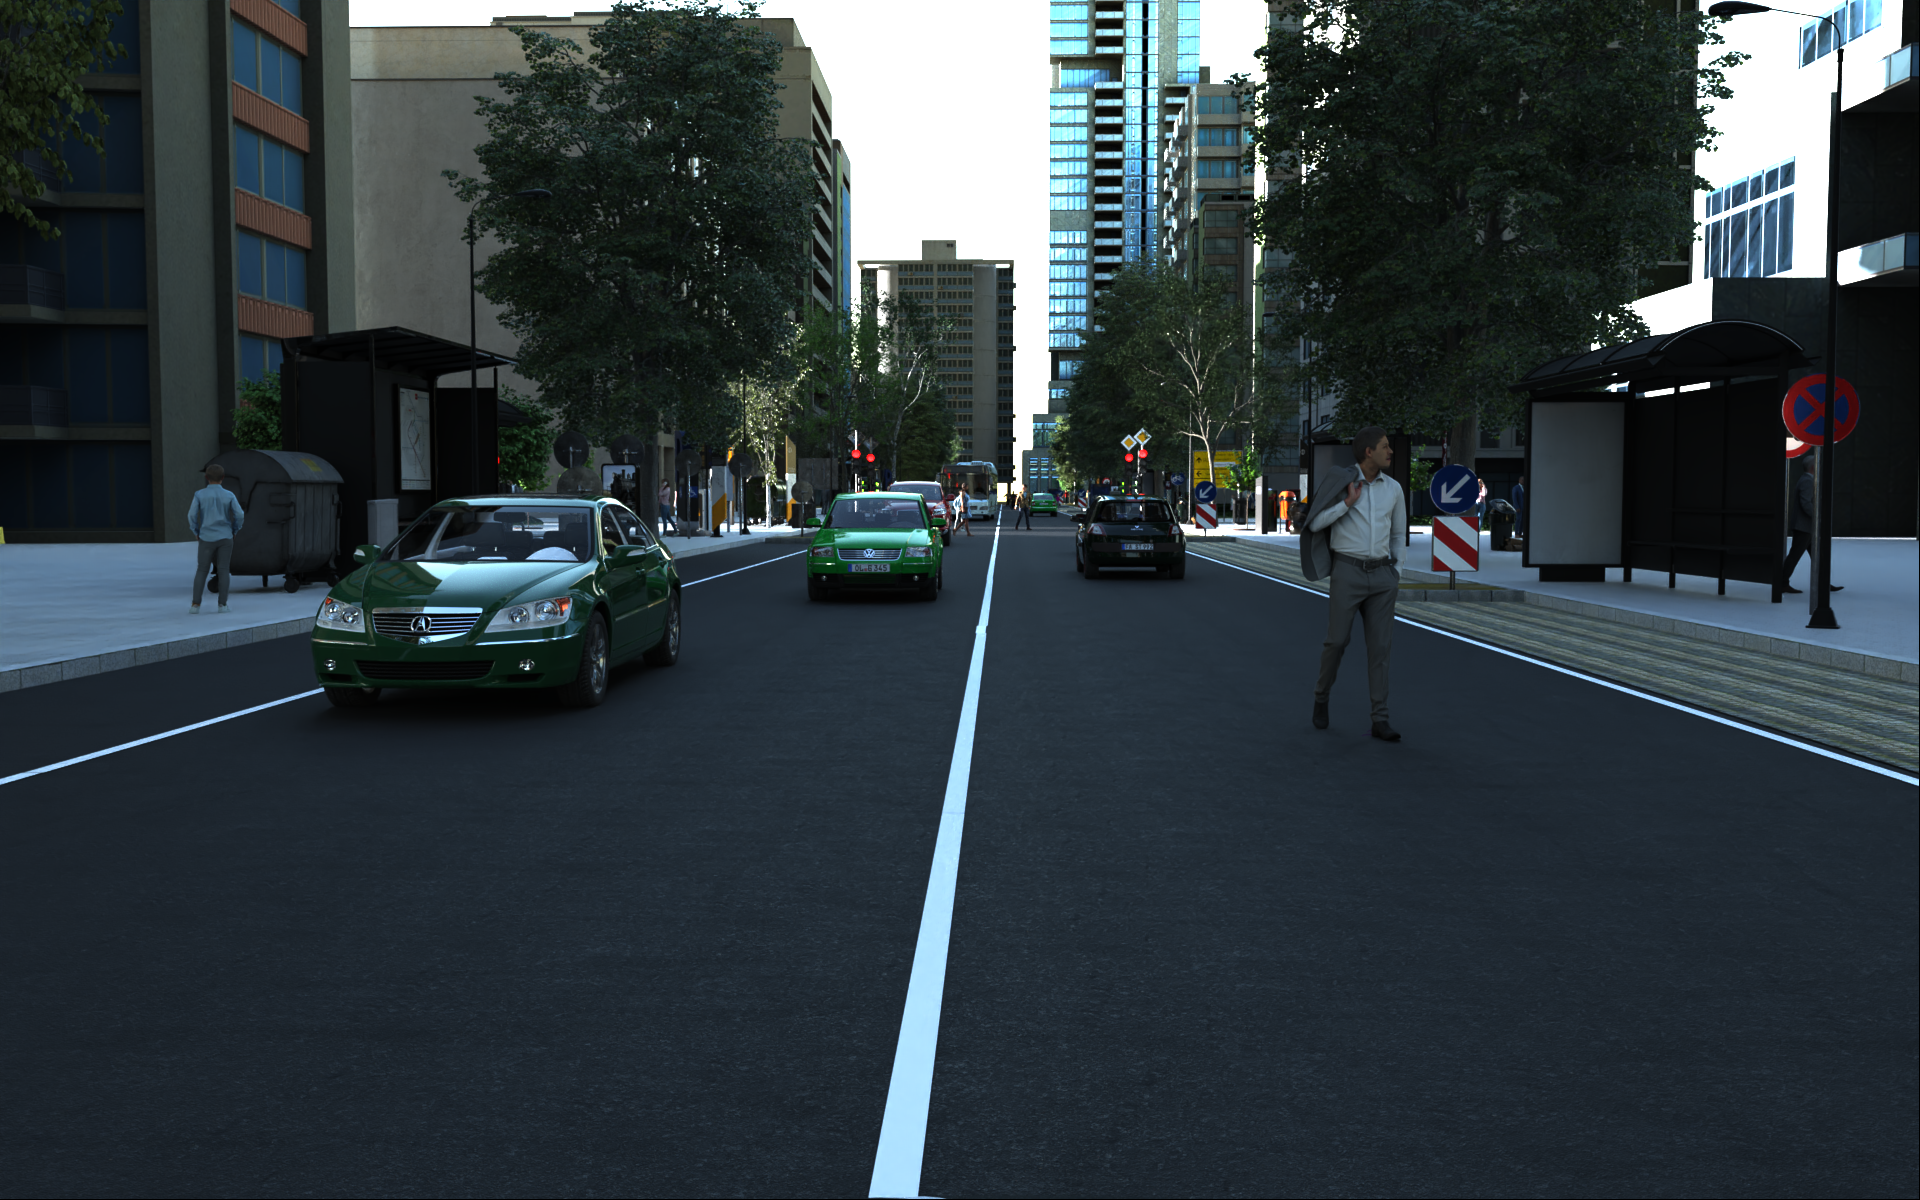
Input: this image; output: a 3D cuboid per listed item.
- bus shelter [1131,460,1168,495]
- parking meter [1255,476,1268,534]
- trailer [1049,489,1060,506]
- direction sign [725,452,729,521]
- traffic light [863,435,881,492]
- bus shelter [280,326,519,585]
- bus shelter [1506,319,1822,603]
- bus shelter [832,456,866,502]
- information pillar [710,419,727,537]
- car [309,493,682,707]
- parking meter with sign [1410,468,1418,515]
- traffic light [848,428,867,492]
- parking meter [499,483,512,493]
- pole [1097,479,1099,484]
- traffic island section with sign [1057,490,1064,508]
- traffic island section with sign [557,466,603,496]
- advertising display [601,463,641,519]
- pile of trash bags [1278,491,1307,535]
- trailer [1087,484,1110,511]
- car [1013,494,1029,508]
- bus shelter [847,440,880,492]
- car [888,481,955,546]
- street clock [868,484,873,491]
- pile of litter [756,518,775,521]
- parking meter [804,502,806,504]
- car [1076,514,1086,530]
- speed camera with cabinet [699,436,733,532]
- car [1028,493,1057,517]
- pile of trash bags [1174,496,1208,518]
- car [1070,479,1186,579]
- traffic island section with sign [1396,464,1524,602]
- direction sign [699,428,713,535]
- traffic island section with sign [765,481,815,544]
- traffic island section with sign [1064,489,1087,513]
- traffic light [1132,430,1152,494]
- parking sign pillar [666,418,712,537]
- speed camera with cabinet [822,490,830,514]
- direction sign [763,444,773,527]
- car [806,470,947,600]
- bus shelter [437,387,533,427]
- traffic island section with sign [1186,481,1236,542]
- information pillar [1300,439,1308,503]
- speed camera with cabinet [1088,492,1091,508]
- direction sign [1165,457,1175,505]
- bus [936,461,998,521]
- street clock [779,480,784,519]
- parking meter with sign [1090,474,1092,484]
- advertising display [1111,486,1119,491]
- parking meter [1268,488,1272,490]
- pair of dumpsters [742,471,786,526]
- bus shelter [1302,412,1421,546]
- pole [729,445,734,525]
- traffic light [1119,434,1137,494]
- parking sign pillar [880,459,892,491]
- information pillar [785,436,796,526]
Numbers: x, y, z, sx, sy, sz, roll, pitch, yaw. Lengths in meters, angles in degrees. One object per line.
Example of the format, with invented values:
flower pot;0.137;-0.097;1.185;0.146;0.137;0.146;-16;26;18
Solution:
bus shelter;11.306;-6.791;104.963;2.014;3.302;5.546;0;4;2
parking meter;9.611;-3.025;55.177;0.255;1.863;0.399;-2;4;-27
trailer;10.102;-11.026;187.324;1.471;1.999;3.904;0;4;2
direction sign;-11.036;-5.540;82.584;0.379;3.537;0.876;-1;4;-23
traffic light;-4.163;-5.666;81.567;0.839;4.253;0.868;0;4;1
bus shelter;-8.652;-2.207;27.375;1.731;3.624;6.357;0;4;1
bus shelter;8.983;-1.766;22.793;2.014;3.302;5.546;0;4;1
bus shelter;-6.995;-7.148;108.147;1.731;3.624;6.357;0;4;1
information pillar;-7.157;-3.669;51.339;0.504;3.616;0.183;2;4;26
car;-3.315;-0.084;13.165;2.131;1.459;4.920;0;4;1
parking meter with sign;20.941;-5.201;81.304;0.543;3.016;1.738;2;4;34
traffic light;-4.363;-5.178;73.585;0.839;4.253;0.868;0;4;1
parking meter;-10.477;-1.920;39.808;0.372;1.533;0.369;0;3;0
pole;11.863;-9.483;148.892;0.158;3.312;0.155;0;3;0
traffic island section with sign;10.477;-10.672;183.118;1.989;1.847;2.006;0;4;1
traffic island section with sign;-5.328;-0.937;23.945;1.989;1.847;2.006;0;4;1
advertising display;-7.108;-1.901;36.302;0.974;1.923;0.123;2;4;30
pile of trash bags;11.210;-2.780;55.206;1.912;1.369;3.447;-2;4;-24
trailer;7.967;-5.620;98.941;1.471;1.999;3.904;0;4;2
car;6.450;-10.755;184.876;2.155;1.783;4.494;0;4;3
bus shelter;-7.346;-9.286;129.462;2.179;5.291;8.768;0;4;2
car;-1.271;-2.500;49.543;2.281;1.827;5.304;0;3;0
street clock;-6.277;-7.183;122.005;0.471;2.002;0.358;-1;4;-17
pile of litter;-9.344;-4.215;82.876;1.176;0.858;1.719;0;4;-8
parking meter;-7.255;-4.512;82.184;0.372;1.533;0.369;0;3;0
car;3.753;-1.742;41.064;1.945;1.354;3.894;0;3;0
speed camera with cabinet;-8.371;-3.932;58.620;0.660;3.252;2.038;-2;4;-33
car;5.254;-6.254;111.044;1.959;1.807;4.718;0;4;-1
pile of trash bags;11.575;-4.606;85.063;1.912;1.369;3.447;1;4;19
car;2.978;-1.278;30.678;2.009;1.686;4.222;0;4;1
traffic island section with sign;6.500;-0.930;23.834;1.989;1.847;2.006;0;4;1
direction sign;-7.933;-3.811;54.305;0.379;3.537;0.876;-3;4;-38
traffic island section with sign;-4.641;-2.599;51.122;1.989;1.847;2.006;0;4;1
traffic island section with sign;9.243;-7.628;133.346;1.989;1.847;2.006;0;4;1
traffic light;7.695;-5.161;73.300;0.839;4.253;0.868;0;4;1
parking sign pillar;-8.293;-3.924;52.622;1.447;3.967;1.447;-1;4;-22
speed camera with cabinet;-8.677;-7.224;112.449;0.660;3.252;2.038;0;4;-5
direction sign;-7.550;-4.653;68.072;0.379;3.537;0.876;0;4;-5
car;-1.161;-0.977;24.771;1.959;1.807;4.718;0;4;0
bus shelter;-10.017;-2.424;33.557;2.014;3.302;5.546;0;4;2
traffic island section with sign;7.216;-2.667;52.239;1.989;1.847;2.006;0;4;1
information pillar;14.583;-5.010;73.266;0.504;3.616;0.183;3;5;42
speed camera with cabinet;12.316;-9.718;153.219;2.038;3.252;0.660;0;4;4
direction sign;12.940;-6.957;105.738;0.876;3.537;0.379;0;4;6
bus;0.568;-6.192;96.092;2.948;3.499;13.247;0;4;3
street clock;-9.011;-5.064;87.362;0.358;2.002;0.471;-1;4;-14
parking meter with sign;12.157;-9.437;150.551;1.738;3.016;0.543;2;4;29
advertising display;11.784;-7.776;132.356;0.123;1.923;0.974;3;5;44
parking meter;12.980;-3.953;73.046;0.372;1.533;0.369;0;3;0
pair of dumpsters;-8.004;-4.209;71.319;1.574;2.255;4.437;0;4;1
bus shelter;10.301;-3.109;44.761;2.014;3.302;5.546;0;4;2
pole;-9.486;-4.772;71.870;0.158;3.312;0.155;0;3;0
traffic light;7.895;-5.649;81.282;0.839;4.253;0.868;0;4;1
parking sign pillar;-5.745;-8.964;135.028;1.447;3.967;1.447;2;4;25
information pillar;-6.839;-4.810;69.997;0.183;3.616;0.504;3;5;41
